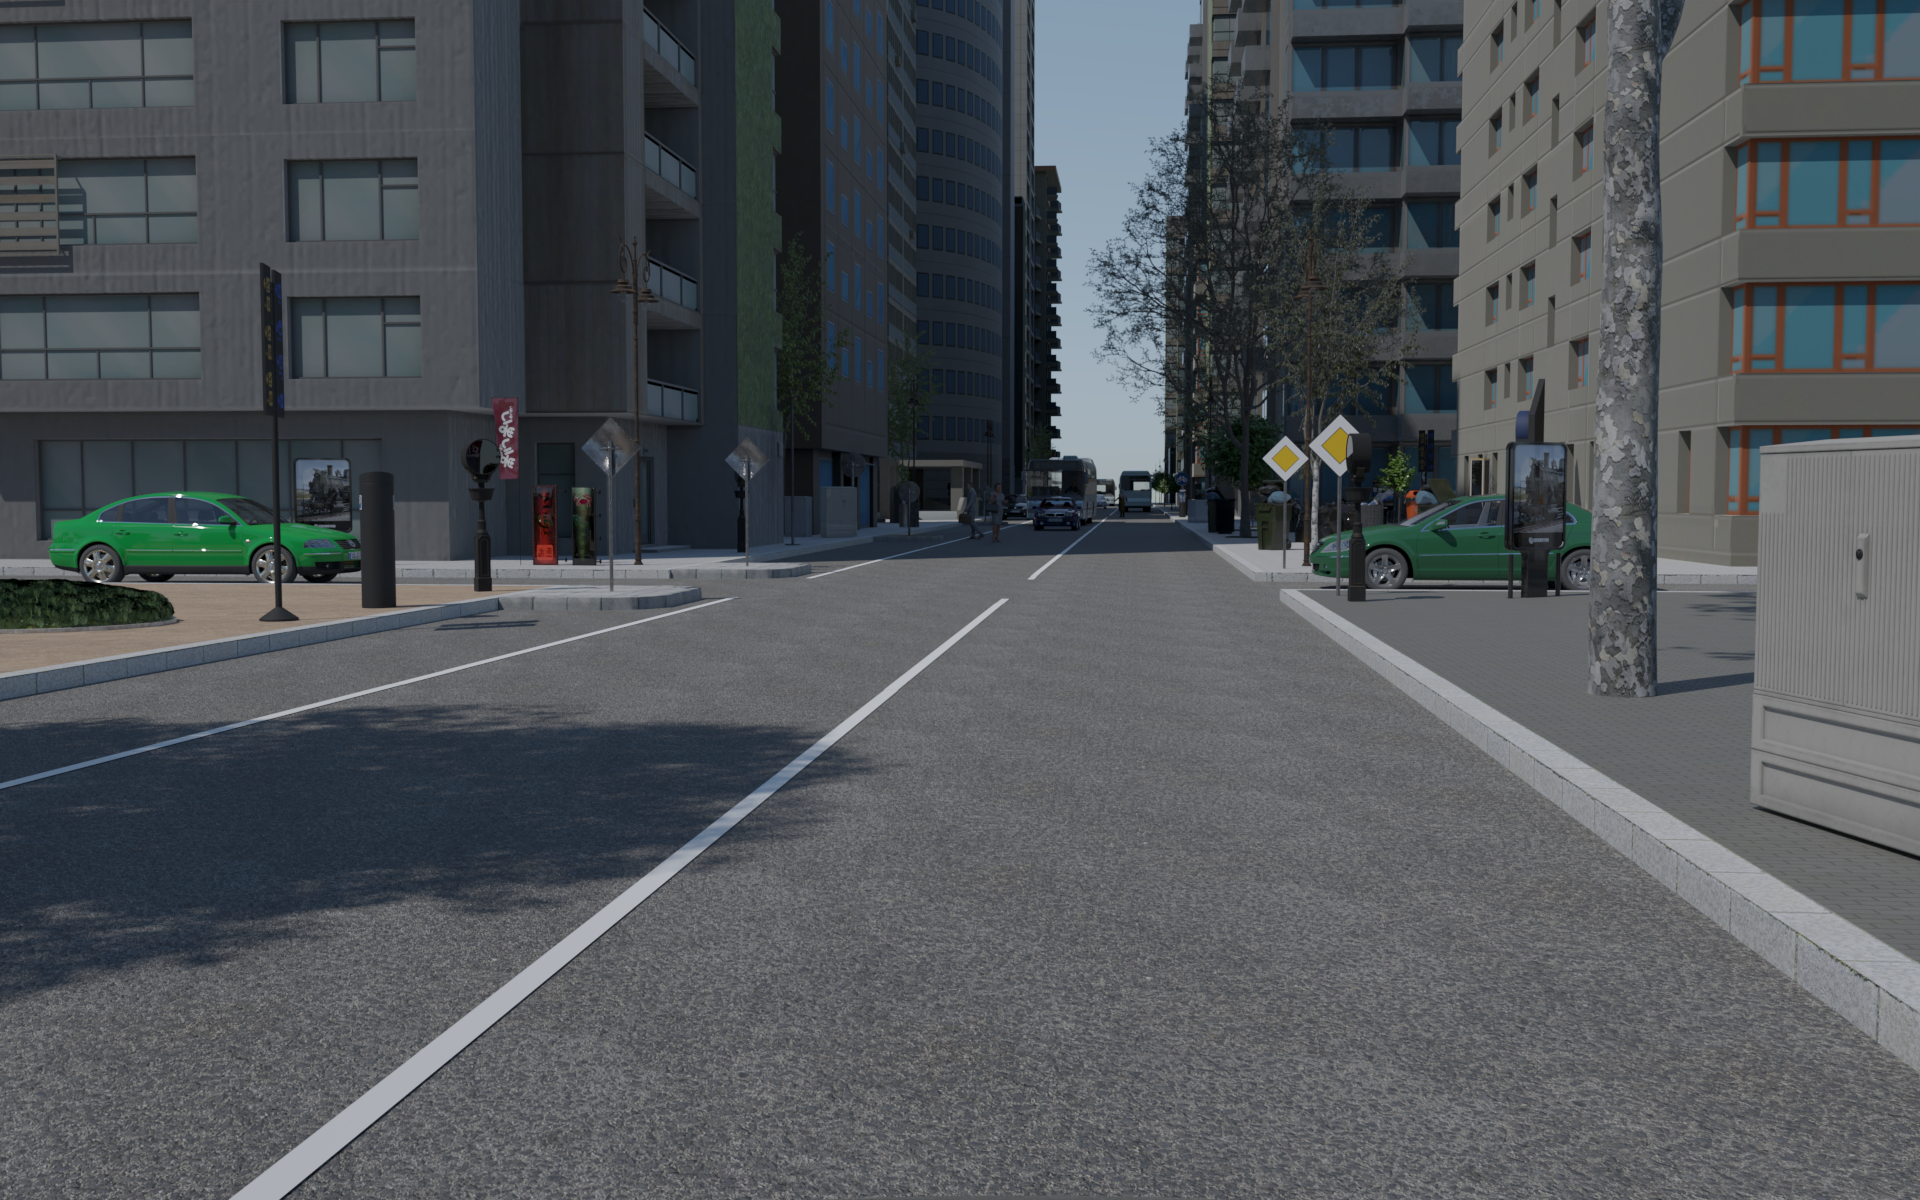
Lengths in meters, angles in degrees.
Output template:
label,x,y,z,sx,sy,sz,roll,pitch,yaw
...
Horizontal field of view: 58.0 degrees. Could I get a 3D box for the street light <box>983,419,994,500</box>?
label,x,y,z,sx,sy,sz,roll,pitch,yaw
street light,1.913,-8.223,107.226,0.468,5.910,1.993,0,4,6

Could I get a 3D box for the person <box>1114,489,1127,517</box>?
label,x,y,z,sx,sy,sz,roll,pitch,yaw
person,9.973,-5.992,107.198,0.721,1.736,1.217,3,5,44

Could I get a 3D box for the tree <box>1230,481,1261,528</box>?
label,x,y,z,sx,sy,sz,roll,pitch,yaw
tree,11.215,-4.356,65.828,1.663,3.219,1.824,0,3,0

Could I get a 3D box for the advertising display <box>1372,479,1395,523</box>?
label,x,y,z,sx,sy,sz,roll,pitch,yaw
advertising display,17.594,-4.079,71.908,0.974,1.923,0.123,3,4,38

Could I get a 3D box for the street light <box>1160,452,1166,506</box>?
label,x,y,z,sx,sy,sz,roll,pitch,yaw
street light,21.316,-12.686,180.208,0.468,5.910,1.993,0,4,6

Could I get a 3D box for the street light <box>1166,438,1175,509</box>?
label,x,y,z,sx,sy,sz,roll,pitch,yaw
street light,17.580,-10.447,143.591,0.468,5.910,1.993,0,4,6

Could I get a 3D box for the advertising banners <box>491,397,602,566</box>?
label,x,y,z,sx,sy,sz,roll,pitch,yaw
advertising banners,-7.435,-2.135,31.096,2.074,3.025,0.090,1,4,13

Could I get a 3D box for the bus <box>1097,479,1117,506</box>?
label,x,y,z,sx,sy,sz,roll,pitch,yaw
bus,17.002,-12.791,203.990,2.948,3.499,13.247,0,4,5

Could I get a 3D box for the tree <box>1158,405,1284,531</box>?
label,x,y,z,sx,sy,sz,roll,pitch,yaw
tree,10.113,-4.711,60.743,4.285,4.588,4.351,0,3,0

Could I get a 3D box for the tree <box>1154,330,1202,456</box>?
label,x,y,z,sx,sy,sz,roll,pitch,yaw
tree,10.237,-7.395,71.264,4.360,8.622,3.978,0,3,0

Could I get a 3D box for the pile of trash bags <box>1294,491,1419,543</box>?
label,x,y,z,sx,sy,sz,roll,pitch,yaw
pile of trash bags,10.656,-2.197,45.673,3.447,1.369,1.912,0,4,-5

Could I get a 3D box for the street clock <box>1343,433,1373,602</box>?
label,x,y,z,sx,sy,sz,roll,pitch,yaw
street clock,4.743,-0.984,20.656,0.358,2.002,0.471,0,4,2

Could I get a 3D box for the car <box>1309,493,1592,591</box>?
label,x,y,z,sx,sy,sz,roll,pitch,yaw
car,7.731,-0.863,25.914,4.920,1.459,2.131,0,4,7

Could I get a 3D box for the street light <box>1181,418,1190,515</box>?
label,x,y,z,sx,sy,sz,roll,pitch,yaw
street light,13.811,-8.190,106.692,0.468,5.910,1.993,0,4,6

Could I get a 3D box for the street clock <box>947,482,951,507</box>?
label,x,y,z,sx,sy,sz,roll,pitch,yaw
street clock,-0.600,-6.200,105.938,0.358,2.002,0.471,1,4,21

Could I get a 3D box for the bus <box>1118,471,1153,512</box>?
label,x,y,z,sx,sy,sz,roll,pitch,yaw
bus,14.442,-9.024,142.396,2.948,3.499,13.247,0,4,6

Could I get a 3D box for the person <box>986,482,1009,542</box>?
label,x,y,z,sx,sy,sz,roll,pitch,yaw
person,1.093,-2.620,51.690,0.716,1.782,0.532,-2,4,-33

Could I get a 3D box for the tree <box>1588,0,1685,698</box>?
label,x,y,z,sx,sy,sz,roll,pitch,yaw
tree,4.736,-9.371,9.109,12.611,20.169,13.585,0,3,0

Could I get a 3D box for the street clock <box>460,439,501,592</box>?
label,x,y,z,sx,sy,sz,roll,pitch,yaw
street clock,-6.284,-1.113,22.761,0.471,2.002,0.358,-2,4,-33

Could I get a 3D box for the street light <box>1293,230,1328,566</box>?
label,x,y,z,sx,sy,sz,roll,pitch,yaw
street light,6.165,-3.537,30.623,0.468,5.910,1.993,0,4,6

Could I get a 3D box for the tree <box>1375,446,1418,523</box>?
label,x,y,z,sx,sy,sz,roll,pitch,yaw
tree,17.563,-4.597,69.757,1.663,3.219,1.824,0,3,0

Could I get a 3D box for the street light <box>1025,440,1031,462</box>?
label,x,y,z,sx,sy,sz,roll,pitch,yaw
street light,5.721,-10.496,144.397,0.468,5.910,1.993,0,4,6

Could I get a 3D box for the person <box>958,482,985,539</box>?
label,x,y,z,sx,sy,sz,roll,pitch,yaw
person,0.359,-2.834,54.951,0.853,1.813,0.709,0,4,-2

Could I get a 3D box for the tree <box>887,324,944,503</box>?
label,x,y,z,sx,sy,sz,roll,pitch,yaw
tree,-2.639,-7.577,74.240,4.737,8.622,4.395,0,3,0

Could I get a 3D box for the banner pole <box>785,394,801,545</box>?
label,x,y,z,sx,sy,sz,roll,pitch,yaw
banner pole,-4.221,-3.277,43.590,0.401,3.779,0.863,0,4,-6

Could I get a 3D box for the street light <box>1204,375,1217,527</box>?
label,x,y,z,sx,sy,sz,roll,pitch,yaw
street light,9.718,-5.778,67.259,0.468,5.910,1.993,0,4,6

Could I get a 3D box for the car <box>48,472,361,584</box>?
label,x,y,z,sx,sy,sz,roll,pitch,yaw
car,-11.778,-1.130,27.269,4.718,1.807,1.959,0,4,4

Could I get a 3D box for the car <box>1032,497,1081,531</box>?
label,x,y,z,sx,sy,sz,roll,pitch,yaw
car,3.875,-3.446,68.915,1.945,1.354,3.894,0,4,6

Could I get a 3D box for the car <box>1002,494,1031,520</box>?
label,x,y,z,sx,sy,sz,roll,pitch,yaw
car,3.177,-5.333,96.980,2.009,1.686,4.222,0,4,4

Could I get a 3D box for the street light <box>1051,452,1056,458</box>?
label,x,y,z,sx,sy,sz,roll,pitch,yaw
street light,10.423,-13.281,189.936,0.468,5.910,1.993,0,4,6

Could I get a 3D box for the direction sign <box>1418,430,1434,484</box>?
label,x,y,z,sx,sy,sz,roll,pitch,yaw
direction sign,16.454,-4.232,61.188,0.379,3.537,0.876,-1,4,-20

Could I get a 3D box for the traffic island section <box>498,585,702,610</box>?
label,x,y,z,sx,sy,sz,roll,pitch,yaw
traffic island section,-4.606,-0.032,22.799,2.009,0.180,2.903,0,4,6

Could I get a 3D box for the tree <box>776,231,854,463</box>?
label,x,y,z,sx,sy,sz,roll,pitch,yaw
tree,-5.148,-6.059,49.434,4.737,8.622,4.395,0,3,0

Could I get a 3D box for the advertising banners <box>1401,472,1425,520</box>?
label,x,y,z,sx,sy,sz,roll,pitch,yaw
advertising banners,16.501,-4.074,62.805,0.090,3.025,2.074,-1,4,-10

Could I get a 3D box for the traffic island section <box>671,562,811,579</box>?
label,x,y,z,sx,sy,sz,roll,pitch,yaw
traffic island section,-3.796,-0.518,30.743,2.009,0.180,2.903,0,4,6

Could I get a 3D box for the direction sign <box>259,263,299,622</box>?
label,x,y,z,sx,sy,sz,roll,pitch,yaw
direction sign,-6.902,-1.557,17.451,0.379,3.537,0.876,-1,4,-10

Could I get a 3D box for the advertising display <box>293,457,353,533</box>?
label,x,y,z,sx,sy,sz,roll,pitch,yaw
advertising display,-11.300,-1.561,30.732,0.974,1.923,0.123,-2,4,-30

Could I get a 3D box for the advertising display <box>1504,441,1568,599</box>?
label,x,y,z,sx,sy,sz,roll,pitch,yaw
advertising display,7.129,-0.993,21.450,0.974,1.923,0.123,-2,4,-31

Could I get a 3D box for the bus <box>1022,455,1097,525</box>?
label,x,y,z,sx,sy,sz,roll,pitch,yaw
bus,4.911,-5.340,82.172,2.948,3.499,13.247,0,4,7

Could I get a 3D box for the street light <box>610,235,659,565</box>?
label,x,y,z,sx,sy,sz,roll,pitch,yaw
street light,-5.816,-3.569,31.144,0.468,5.910,1.993,0,4,6

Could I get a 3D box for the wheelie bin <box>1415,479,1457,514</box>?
label,x,y,z,sx,sy,sz,roll,pitch,yaw
wheelie bin,9.759,-1.689,35.525,0.980,1.594,0.693,-3,4,-38

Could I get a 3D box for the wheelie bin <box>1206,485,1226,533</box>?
label,x,y,z,sx,sy,sz,roll,pitch,yaw
wheelie bin,8.517,-3.042,57.648,0.693,1.594,0.980,0,4,7

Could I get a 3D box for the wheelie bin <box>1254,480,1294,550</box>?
label,x,y,z,sx,sy,sz,roll,pitch,yaw
wheelie bin,7.184,-1.941,39.638,0.693,1.594,0.980,-3,4,-37

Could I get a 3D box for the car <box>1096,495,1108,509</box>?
label,x,y,z,sx,sy,sz,roll,pitch,yaw
car,13.250,-9.482,167.392,2.083,1.381,4.827,0,4,4

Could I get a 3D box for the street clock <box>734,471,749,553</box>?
label,x,y,z,sx,sy,sz,roll,pitch,yaw
street clock,-4.787,-2.044,37.985,0.358,2.002,0.471,-1,4,-17

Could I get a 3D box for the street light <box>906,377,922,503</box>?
label,x,y,z,sx,sy,sz,roll,pitch,yaw
street light,-1.818,-5.851,68.456,0.468,5.910,1.993,0,4,6
